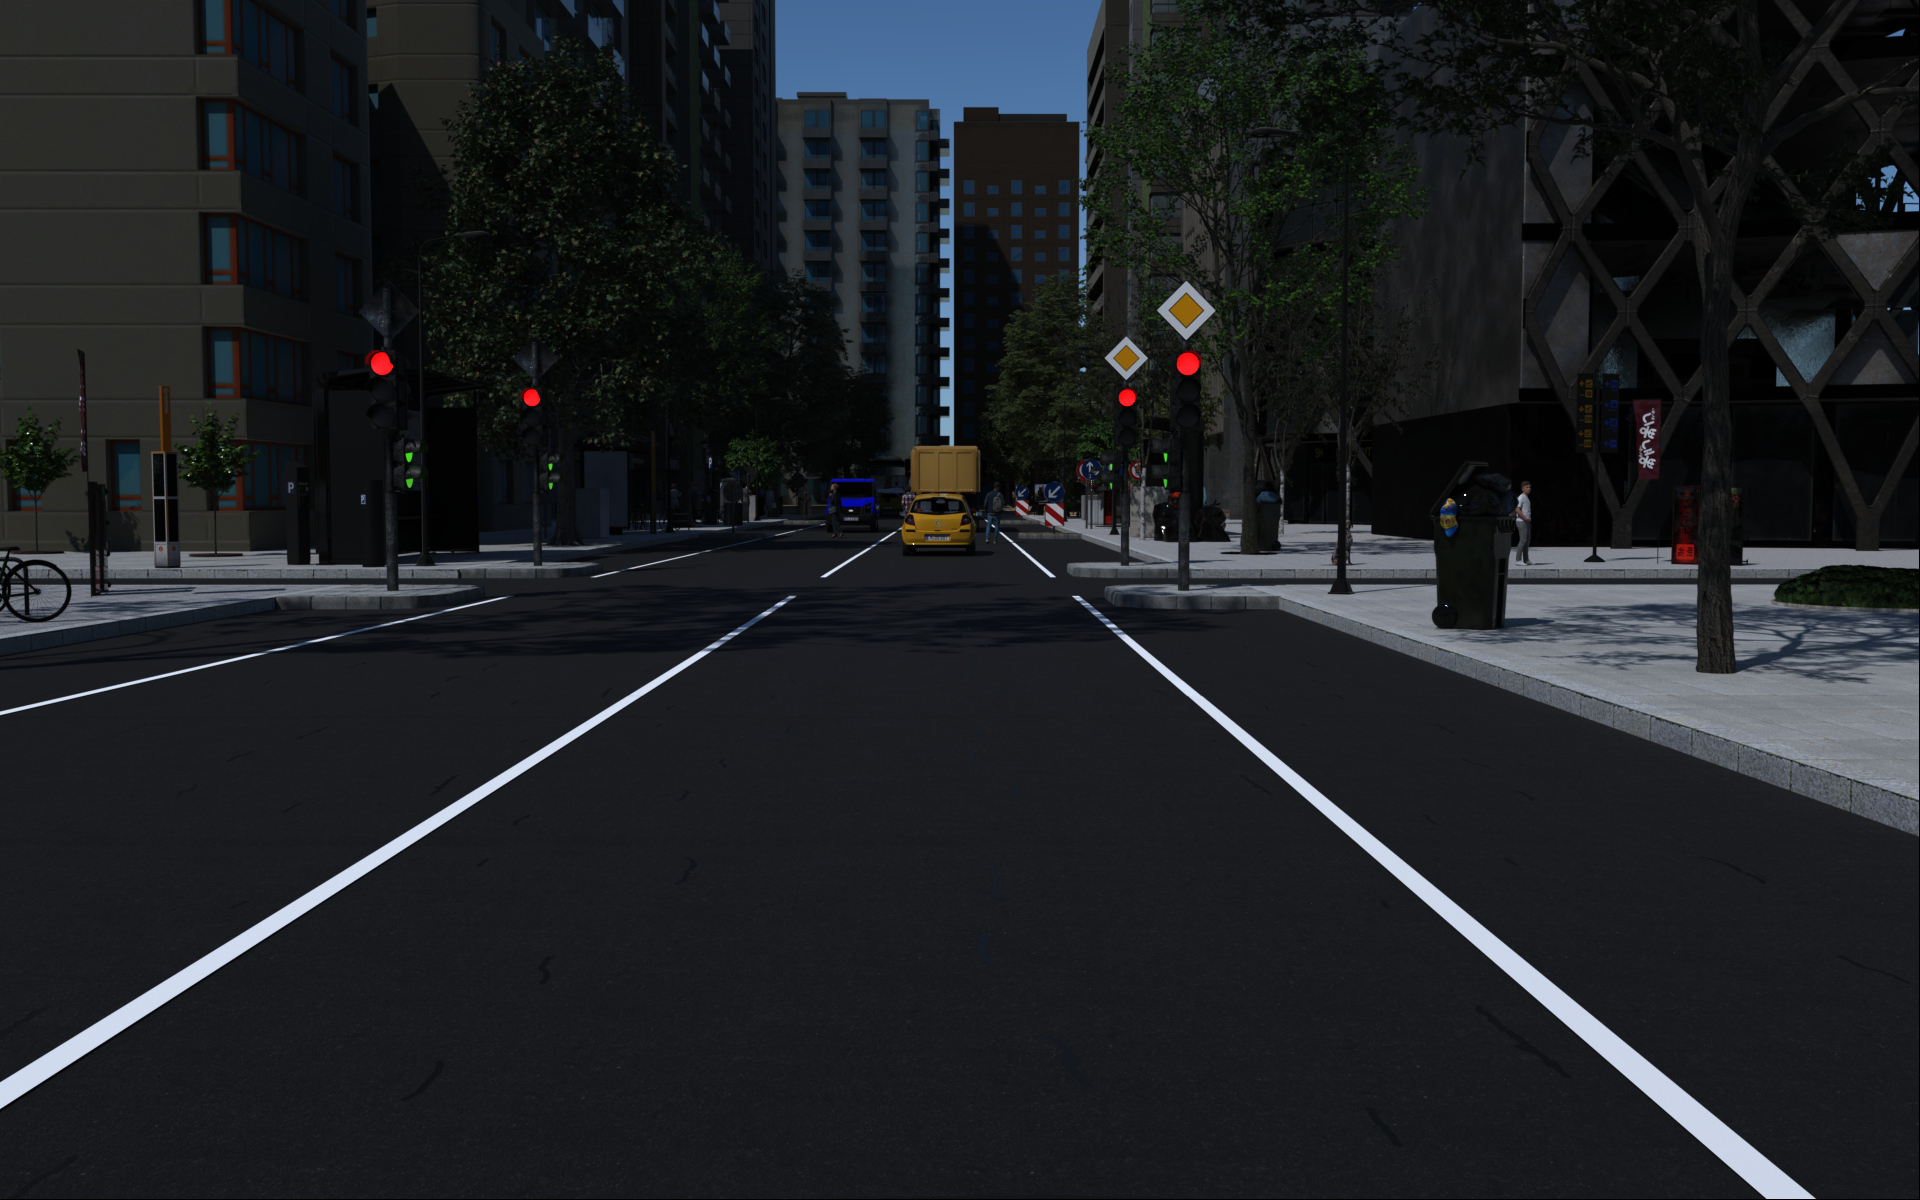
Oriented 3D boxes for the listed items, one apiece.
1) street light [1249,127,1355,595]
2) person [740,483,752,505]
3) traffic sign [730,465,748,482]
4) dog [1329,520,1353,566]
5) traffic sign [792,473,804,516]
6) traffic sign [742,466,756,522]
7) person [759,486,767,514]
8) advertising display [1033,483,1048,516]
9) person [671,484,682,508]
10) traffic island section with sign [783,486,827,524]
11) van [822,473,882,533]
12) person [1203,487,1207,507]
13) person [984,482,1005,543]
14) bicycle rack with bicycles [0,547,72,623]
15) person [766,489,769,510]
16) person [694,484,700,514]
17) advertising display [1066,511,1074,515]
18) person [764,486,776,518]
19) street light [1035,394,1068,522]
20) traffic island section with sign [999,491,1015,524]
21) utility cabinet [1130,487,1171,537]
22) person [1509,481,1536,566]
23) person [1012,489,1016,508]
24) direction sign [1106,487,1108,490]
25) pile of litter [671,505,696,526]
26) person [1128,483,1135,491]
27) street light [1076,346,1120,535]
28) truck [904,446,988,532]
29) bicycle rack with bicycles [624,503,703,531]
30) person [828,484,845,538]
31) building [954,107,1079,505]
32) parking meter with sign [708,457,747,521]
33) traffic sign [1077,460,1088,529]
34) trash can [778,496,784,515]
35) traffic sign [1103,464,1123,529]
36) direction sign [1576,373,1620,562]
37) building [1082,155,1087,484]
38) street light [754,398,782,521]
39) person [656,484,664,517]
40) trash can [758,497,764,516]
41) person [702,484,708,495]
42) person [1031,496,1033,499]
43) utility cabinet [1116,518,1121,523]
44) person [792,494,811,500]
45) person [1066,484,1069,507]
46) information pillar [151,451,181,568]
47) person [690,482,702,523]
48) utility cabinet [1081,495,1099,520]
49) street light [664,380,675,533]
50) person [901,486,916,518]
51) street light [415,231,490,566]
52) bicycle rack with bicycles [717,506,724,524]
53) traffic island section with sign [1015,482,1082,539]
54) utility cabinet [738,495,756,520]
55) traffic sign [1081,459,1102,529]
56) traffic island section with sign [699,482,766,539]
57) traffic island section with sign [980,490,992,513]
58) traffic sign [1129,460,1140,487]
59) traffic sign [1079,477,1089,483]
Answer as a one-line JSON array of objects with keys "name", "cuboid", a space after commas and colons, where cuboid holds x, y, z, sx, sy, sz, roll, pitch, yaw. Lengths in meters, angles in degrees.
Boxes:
[{"name": "street light", "cuboid": [4.363, -3.031, 22.103, 1.470, 5.913, 1.316, 0, 4, 0]}, {"name": "person", "cuboid": [-10.281, -4.700, 83.065, 0.592, 1.802, 0.473, 0, 4, 0]}, {"name": "traffic sign", "cuboid": [-9.777, -4.695, 76.504, 0.795, 2.593, 0.064, 0, 4, 4]}, {"name": "dog", "cuboid": [6.786, -1.031, 31.233, 0.800, 0.831, 0.513, -1, 4, -15]}, {"name": "traffic sign", "cuboid": [-9.669, -6.317, 103.394, 0.768, 2.556, 0.104, 0, 4, 3]}, {"name": "traffic sign", "cuboid": [-9.716, -4.849, 79.379, 0.768, 2.556, 0.104, 1, 4, 8]}, {"name": "person", "cuboid": [-12.397, -6.352, 109.764, 0.599, 1.838, 0.709, 1, 4, 22]}, {"name": "advertising display", "cuboid": [4.841, -6.027, 103.753, 0.974, 1.923, 0.123, -2, 4, -27]}, {"name": "person", "cuboid": [-12.927, -4.410, 78.716, 0.480, 1.755, 0.524, 0, 4, 7]}, {"name": "traffic island section with sign", "cuboid": [-7.370, -4.540, 82.859, 1.989, 1.847, 2.006, 0, 4, 0]}, {"name": "van", "cuboid": [-4.072, -3.776, 66.125, 2.240, 2.365, 5.245, 0, 4, -1]}, {"name": "person", "cuboid": [8.626, -3.376, 61.266, 0.620, 1.820, 0.660, -1, 4, -14]}, {"name": "person", "cuboid": [1.005, -2.539, 50.358, 0.623, 1.781, 0.721, 0, 4, 3]}, {"name": "bicycle rack with bicycles", "cuboid": [-10.386, -0.233, 17.199, 2.925, 0.926, 2.852, -1, 4, -11]}, {"name": "person", "cuboid": [-15.680, -8.323, 142.134, 1.348, 1.823, 0.705, 0, 4, 5]}, {"name": "person", "cuboid": [-13.692, -5.097, 89.474, 0.767, 1.812, 0.694, -3, 5, -39]}, {"name": "advertising display", "cuboid": [6.530, -6.164, 105.999, 0.974, 1.923, 0.123, 1, 4, 23]}, {"name": "person", "cuboid": [-10.345, -5.390, 94.519, 0.694, 1.780, 0.624, 2, 4, 28]}, {"name": "street light", "cuboid": [4.301, -6.584, 80.183, 1.470, 5.913, 1.316, 0, 4, 0]}, {"name": "traffic island section with sign", "cuboid": [2.846, -4.567, 83.291, 1.989, 1.847, 2.006, 0, 4, 0]}, {"name": "utility cabinet", "cuboid": [5.615, -2.586, 50.963, 1.173, 1.500, 0.318, 1, 4, 21]}, {"name": "person", "cuboid": [10.121, -1.372, 31.065, 0.523, 1.515, 0.503, 0, 4, 3]}, {"name": "person", "cuboid": [4.939, -9.200, 157.178, 0.721, 1.736, 1.217, 0, 4, -8]}, {"name": "direction sign", "cuboid": [6.279, -5.004, 73.815, 0.876, 3.537, 0.379, 1, 4, 10]}, {"name": "pile of litter", "cuboid": [-11.145, -3.392, 69.429, 1.176, 0.858, 1.719, 0, 4, -3]}, {"name": "person", "cuboid": [7.896, -4.531, 80.096, 0.580, 1.828, 0.573, 3, 4, 36]}, {"name": "street light", "cuboid": [4.325, -5.006, 54.387, 1.470, 5.913, 1.316, 0, 4, 0]}, {"name": "truck", "cuboid": [-0.554, -4.429, 68.341, 3.469, 3.379, 9.791, 0, 4, 0]}, {"name": "bicycle rack with bicycles", "cuboid": [-10.856, -2.912, 60.990, 2.852, 0.926, 2.925, 1, 4, 11]}, {"name": "person", "cuboid": [-4.000, -2.895, 56.249, 0.534, 1.772, 0.576, 0, 4, 1]}, {"name": "building", "cuboid": [6.389, -33.872, 203.910, 14.200, 45.320, 14.600, 0, 4, 0]}, {"name": "parking meter with sign", "cuboid": [-10.917, -5.219, 81.592, 1.738, 3.016, 0.543, -2, 4, -27]}, {"name": "traffic sign", "cuboid": [4.690, -3.911, 64.054, 0.768, 2.556, 0.104, 0, 4, 6]}, {"name": "trash can", "cuboid": [-11.096, -5.742, 105.542, 0.748, 1.137, 0.748, 0, 3, 0]}, {"name": "traffic sign", "cuboid": [5.658, -3.910, 64.036, 0.768, 2.556, 0.104, 0, 4, 4]}, {"name": "direction sign", "cuboid": [11.984, -2.484, 32.609, 0.876, 3.537, 0.379, -1, 4, -13]}, {"name": "building", "cuboid": [27.912, -33.848, 208.033, 28.867, 44.769, 22.147, 0, 4, 0]}, {"name": "street light", "cuboid": [-9.238, -6.784, 83.463, 1.470, 5.913, 1.316, 0, 4, 0]}, {"name": "person", "cuboid": [-17.081, -5.614, 97.810, 0.713, 1.824, 0.794, -1, 4, -19]}, {"name": "trash can", "cuboid": [-11.679, -5.438, 100.557, 0.748, 1.137, 0.748, 0, 3, 0]}, {"name": "person", "cuboid": [-13.873, -5.452, 95.168, 0.794, 1.824, 0.713, 3, 5, 40]}, {"name": "person", "cuboid": [6.110, -7.873, 135.561, 1.217, 1.735, 0.721, 2, 4, 34]}, {"name": "utility cabinet", "cuboid": [6.905, -4.071, 77.722, 1.020, 1.237, 0.306, -3, 5, -43]}, {"name": "person", "cuboid": [-11.163, -7.092, 122.002, 1.348, 1.823, 0.705, 0, 4, -6]}, {"name": "person", "cuboid": [5.488, -5.307, 92.617, 0.655, 1.846, 0.447, 0, 4, 3]}, {"name": "information pillar", "cuboid": [-13.753, -1.560, 30.000, 0.304, 2.012, 0.304, 1, 4, 18]}, {"name": "person", "cuboid": [-11.697, -4.290, 76.359, 0.590, 1.801, 0.661, -1, 4, -14]}, {"name": "utility cabinet", "cuboid": [6.426, -4.496, 84.677, 1.020, 1.237, 0.306, -2, 4, -30]}, {"name": "street light", "cuboid": [-9.087, -5.181, 57.248, 1.470, 5.913, 1.316, 0, 4, 0]}, {"name": "person", "cuboid": [-1.735, -3.062, 59.400, 0.563, 1.720, 0.643, -1, 4, -17]}, {"name": "street light", "cuboid": [-8.995, -3.559, 30.734, 1.470, 5.913, 1.316, 0, 4, 0]}, {"name": "bicycle rack with bicycles", "cuboid": [-11.172, -3.730, 74.367, 2.925, 0.926, 2.852, -1, 4, -12]}, {"name": "traffic island section with sign", "cuboid": [2.917, -2.918, 56.336, 1.989, 1.847, 2.006, 0, 4, 0]}, {"name": "utility cabinet", "cuboid": [-10.383, -4.511, 84.920, 1.020, 1.237, 0.306, 2, 4, 25]}, {"name": "traffic sign", "cuboid": [4.832, -3.883, 63.601, 0.768, 2.556, 0.104, 1, 4, 10]}, {"name": "traffic island section with sign", "cuboid": [-7.310, -2.892, 55.904, 1.989, 1.847, 2.006, 0, 4, 0]}, {"name": "traffic island section with sign", "cuboid": [2.707, -7.626, 133.310, 1.989, 1.847, 2.006, 0, 4, 0]}, {"name": "traffic sign", "cuboid": [6.688, -3.951, 64.700, 0.768, 2.556, 0.104, 0, 4, 4]}, {"name": "traffic sign", "cuboid": [5.690, -4.742, 77.637, 0.768, 2.556, 0.104, 0, 4, 2]}]
